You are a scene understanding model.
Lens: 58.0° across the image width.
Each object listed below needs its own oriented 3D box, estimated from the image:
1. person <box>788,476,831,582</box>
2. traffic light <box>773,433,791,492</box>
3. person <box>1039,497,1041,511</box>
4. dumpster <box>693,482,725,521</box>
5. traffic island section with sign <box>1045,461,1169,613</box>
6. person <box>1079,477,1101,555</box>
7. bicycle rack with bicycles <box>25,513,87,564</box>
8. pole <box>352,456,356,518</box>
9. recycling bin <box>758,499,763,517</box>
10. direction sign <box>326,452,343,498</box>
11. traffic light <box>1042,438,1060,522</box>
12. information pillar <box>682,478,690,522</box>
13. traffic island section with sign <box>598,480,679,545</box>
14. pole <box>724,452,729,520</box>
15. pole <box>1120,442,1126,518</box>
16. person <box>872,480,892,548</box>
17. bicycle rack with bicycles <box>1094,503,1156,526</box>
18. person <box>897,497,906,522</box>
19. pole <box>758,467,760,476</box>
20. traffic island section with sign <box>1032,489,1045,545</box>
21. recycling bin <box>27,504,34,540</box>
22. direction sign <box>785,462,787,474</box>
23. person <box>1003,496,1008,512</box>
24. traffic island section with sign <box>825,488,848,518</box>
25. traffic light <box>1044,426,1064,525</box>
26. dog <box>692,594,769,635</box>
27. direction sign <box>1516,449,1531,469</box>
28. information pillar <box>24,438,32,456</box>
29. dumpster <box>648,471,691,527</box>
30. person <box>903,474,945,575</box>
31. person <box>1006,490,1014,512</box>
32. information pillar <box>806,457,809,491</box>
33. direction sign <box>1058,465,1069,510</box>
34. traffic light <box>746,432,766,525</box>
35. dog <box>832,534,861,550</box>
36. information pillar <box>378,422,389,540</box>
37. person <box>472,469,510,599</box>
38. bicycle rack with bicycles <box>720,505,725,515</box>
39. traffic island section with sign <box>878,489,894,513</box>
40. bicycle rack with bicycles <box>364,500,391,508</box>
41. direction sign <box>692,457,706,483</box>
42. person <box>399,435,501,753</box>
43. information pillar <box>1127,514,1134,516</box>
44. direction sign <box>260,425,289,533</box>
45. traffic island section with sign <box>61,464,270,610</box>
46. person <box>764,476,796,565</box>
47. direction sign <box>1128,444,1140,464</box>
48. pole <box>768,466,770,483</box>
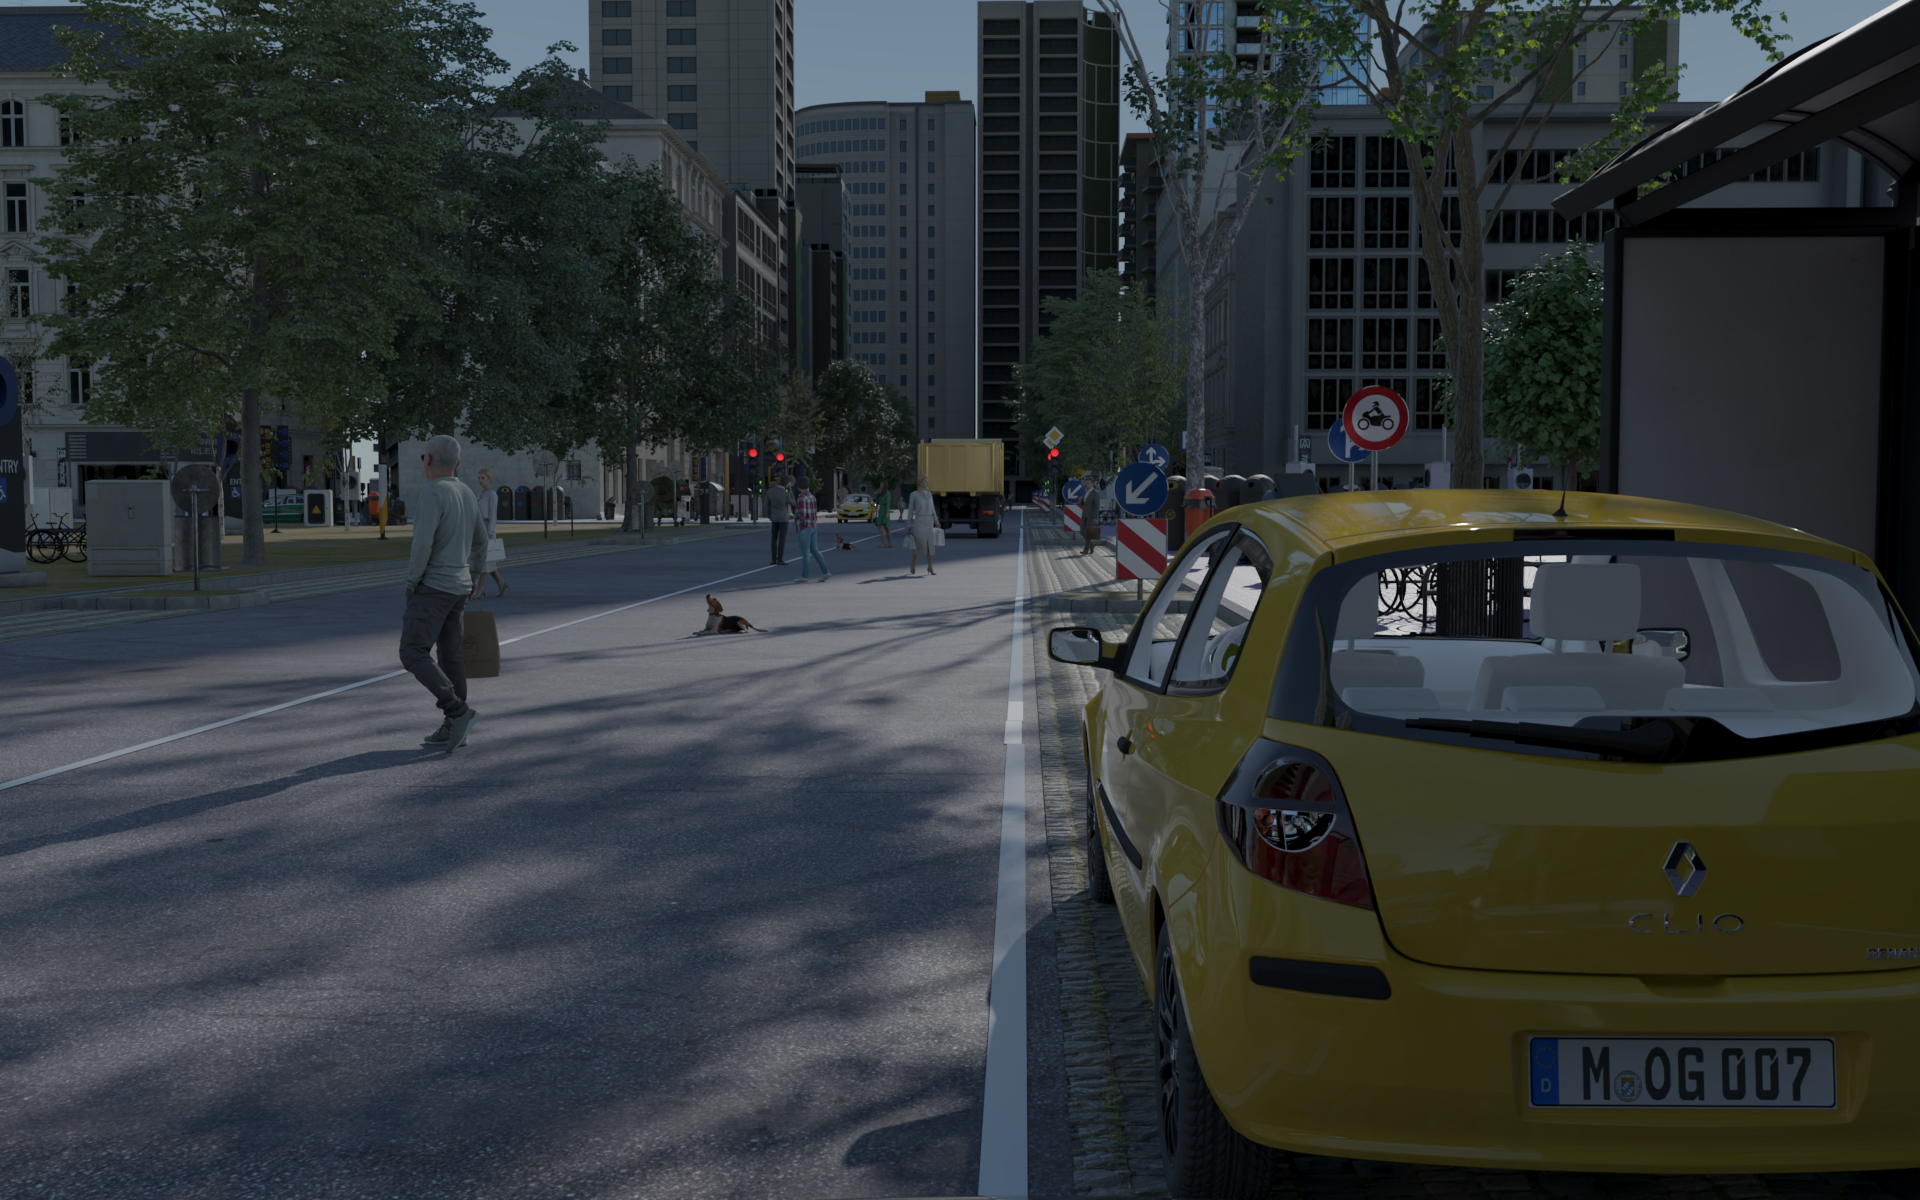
[{"bbox_3d":[-2.469,-1.157,28.255,0.643,1.720,0.563,1,4,22],"label":"person"},{"bbox_3d":[-8.232,-5.566,79.922,0.839,4.253,0.868,0,4,2],"label":"traffic light"},{"bbox_3d":[6.442,-7.775,135.809,0.537,1.800,0.526,2,4,35],"label":"person"},{"bbox_3d":[-11.960,-4.686,82.373,1.264,1.857,1.865,0,4,2],"label":"dumpster"},{"bbox_3d":[2.109,-0.799,21.693,1.989,1.847,2.006,0,4,2],"label":"traffic island section with sign"},{"bbox_3d":[3.062,-1.977,40.783,0.622,1.834,0.822,3,4,39],"label":"person"},{"bbox_3d":[-16.799,-1.185,32.761,2.925,0.926,2.852,-1,4,-10],"label":"bicycle rack with bicycles"},{"bbox_3d":[-32.171,-5.998,91.914,0.158,3.312,0.155,0,3,0],"label":"pole"},{"bbox_3d":[-10.678,-5.075,95.531,0.722,1.027,0.722,-3,5,-39],"label":"recycling bin"},{"bbox_3d":[-33.469,-6.159,92.701,0.876,3.537,0.379,0,4,2],"label":"direction sign"},{"bbox_3d":[4.172,-5.539,79.490,0.839,4.253,0.868,0,4,2],"label":"traffic light"},{"bbox_3d":[-12.804,-4.675,80.927,0.304,2.012,0.304,-2,4,-24],"label":"information pillar"},{"bbox_3d":[-9.065,-2.479,49.153,1.989,1.847,2.006,0,4,2],"label":"traffic island section with sign"},{"bbox_3d":[-11.410,-5.561,84.763,0.158,3.312,0.155,0,3,0],"label":"pole"},{"bbox_3d":[6.408,-4.547,68.194,0.158,3.312,0.155,0,3,0],"label":"pole"},{"bbox_3d":[-2.001,-2.291,46.209,0.529,1.795,0.600,-2,4,-35],"label":"person"},{"bbox_3d":[6.581,-3.482,70.310,2.925,0.926,2.852,0,4,-2],"label":"bicycle rack with bicycles"},{"bbox_3d":[-2.948,-4.575,87.577,0.475,1.303,0.640,-3,5,-41],"label":"person"},{"bbox_3d":[-15.225,-8.380,130.860,0.158,3.312,0.155,0,3,0],"label":"pole"},{"bbox_3d":[3.092,-2.452,48.713,1.989,1.847,2.006,0,4,2],"label":"traffic island section with sign"},{"bbox_3d":[-26.348,-2.235,49.097,0.722,1.027,0.722,1,4,19],"label":"recycling bin"},{"bbox_3d":[-12.270,-7.938,121.789,0.379,3.537,0.876,1,4,9],"label":"direction sign"},{"bbox_3d":[3.452,-7.443,134.473,0.640,1.303,0.475,0,4,-7],"label":"person"},{"bbox_3d":[-7.050,-5.872,104.634,1.989,1.847,2.006,0,4,2],"label":"traffic island section with sign"},{"bbox_3d":[3.882,-5.051,71.510,0.839,4.253,0.868,0,4,2],"label":"traffic light"},{"bbox_3d":[-2.355,0.145,17.814,0.748,0.427,0.550,0,4,1],"label":"dog"},{"bbox_3d":[27.625,-5.684,84.924,0.876,3.537,0.379,-1,4,-20],"label":"direction sign"},{"bbox_3d":[-38.856,-4.945,72.201,0.504,3.616,0.183,1,4,19],"label":"information pillar"},{"bbox_3d":[-11.567,-4.038,68.515,1.502,2.255,1.985,0,4,2],"label":"dumpster"},{"bbox_3d":[-0.650,-1.343,30.809,0.694,1.780,0.624,-1,4,-17],"label":"person"},{"bbox_3d":[4.039,-7.937,138.854,0.593,1.750,0.643,1,4,22],"label":"person"},{"bbox_3d":[-9.717,-7.268,110.193,0.183,3.616,0.504,0,4,5],"label":"information pillar"},{"bbox_3d":[8.114,-8.806,135.975,0.876,3.537,0.379,-1,4,-20],"label":"direction sign"},{"bbox_3d":[-8.522,-5.078,71.942,0.839,4.253,0.868,0,4,2],"label":"traffic light"},{"bbox_3d":[-2.898,-1.469,44.212,0.748,0.427,0.550,0,4,-1],"label":"dog"},{"bbox_3d":[-16.246,-3.509,48.721,0.183,3.616,0.504,0,4,-1],"label":"information pillar"},{"bbox_3d":[-6.461,-0.913,23.776,0.624,1.780,0.694,-2,4,-30],"label":"person"},{"bbox_3d":[-15.532,-5.621,105.288,2.925,0.926,2.852,-2,4,-33],"label":"bicycle rack with bicycles"},{"bbox_3d":[-6.043,-7.554,132.128,1.989,1.847,2.006,0,4,2],"label":"traffic island section with sign"},{"bbox_3d":[-47.006,-7.653,138.515,2.852,0.926,2.925,3,5,42],"label":"bicycle rack with bicycles"},{"bbox_3d":[-16.090,-7.029,106.914,0.876,3.537,0.379,-1,4,-22],"label":"direction sign"},{"bbox_3d":[-2.884,-0.058,9.934,0.515,1.767,0.782,1,4,12],"label":"person"},{"bbox_3d":[7.121,-4.122,71.881,0.304,2.012,0.304,-1,4,-11],"label":"information pillar"},{"bbox_3d":[-22.592,-3.985,57.146,0.876,3.537,0.379,-1,4,-13],"label":"direction sign"},{"bbox_3d":[-10.046,-0.831,22.216,1.989,1.847,2.006,0,4,2],"label":"traffic island section with sign"},{"bbox_3d":[-3.633,-1.604,34.911,0.592,1.802,0.473,2,4,31],"label":"person"},{"bbox_3d":[7.899,-5.302,78.690,0.379,3.537,0.876,-2,4,-31],"label":"direction sign"},{"bbox_3d":[-14.078,-8.194,127.819,0.158,3.312,0.155,0,3,0],"label":"pole"}]
